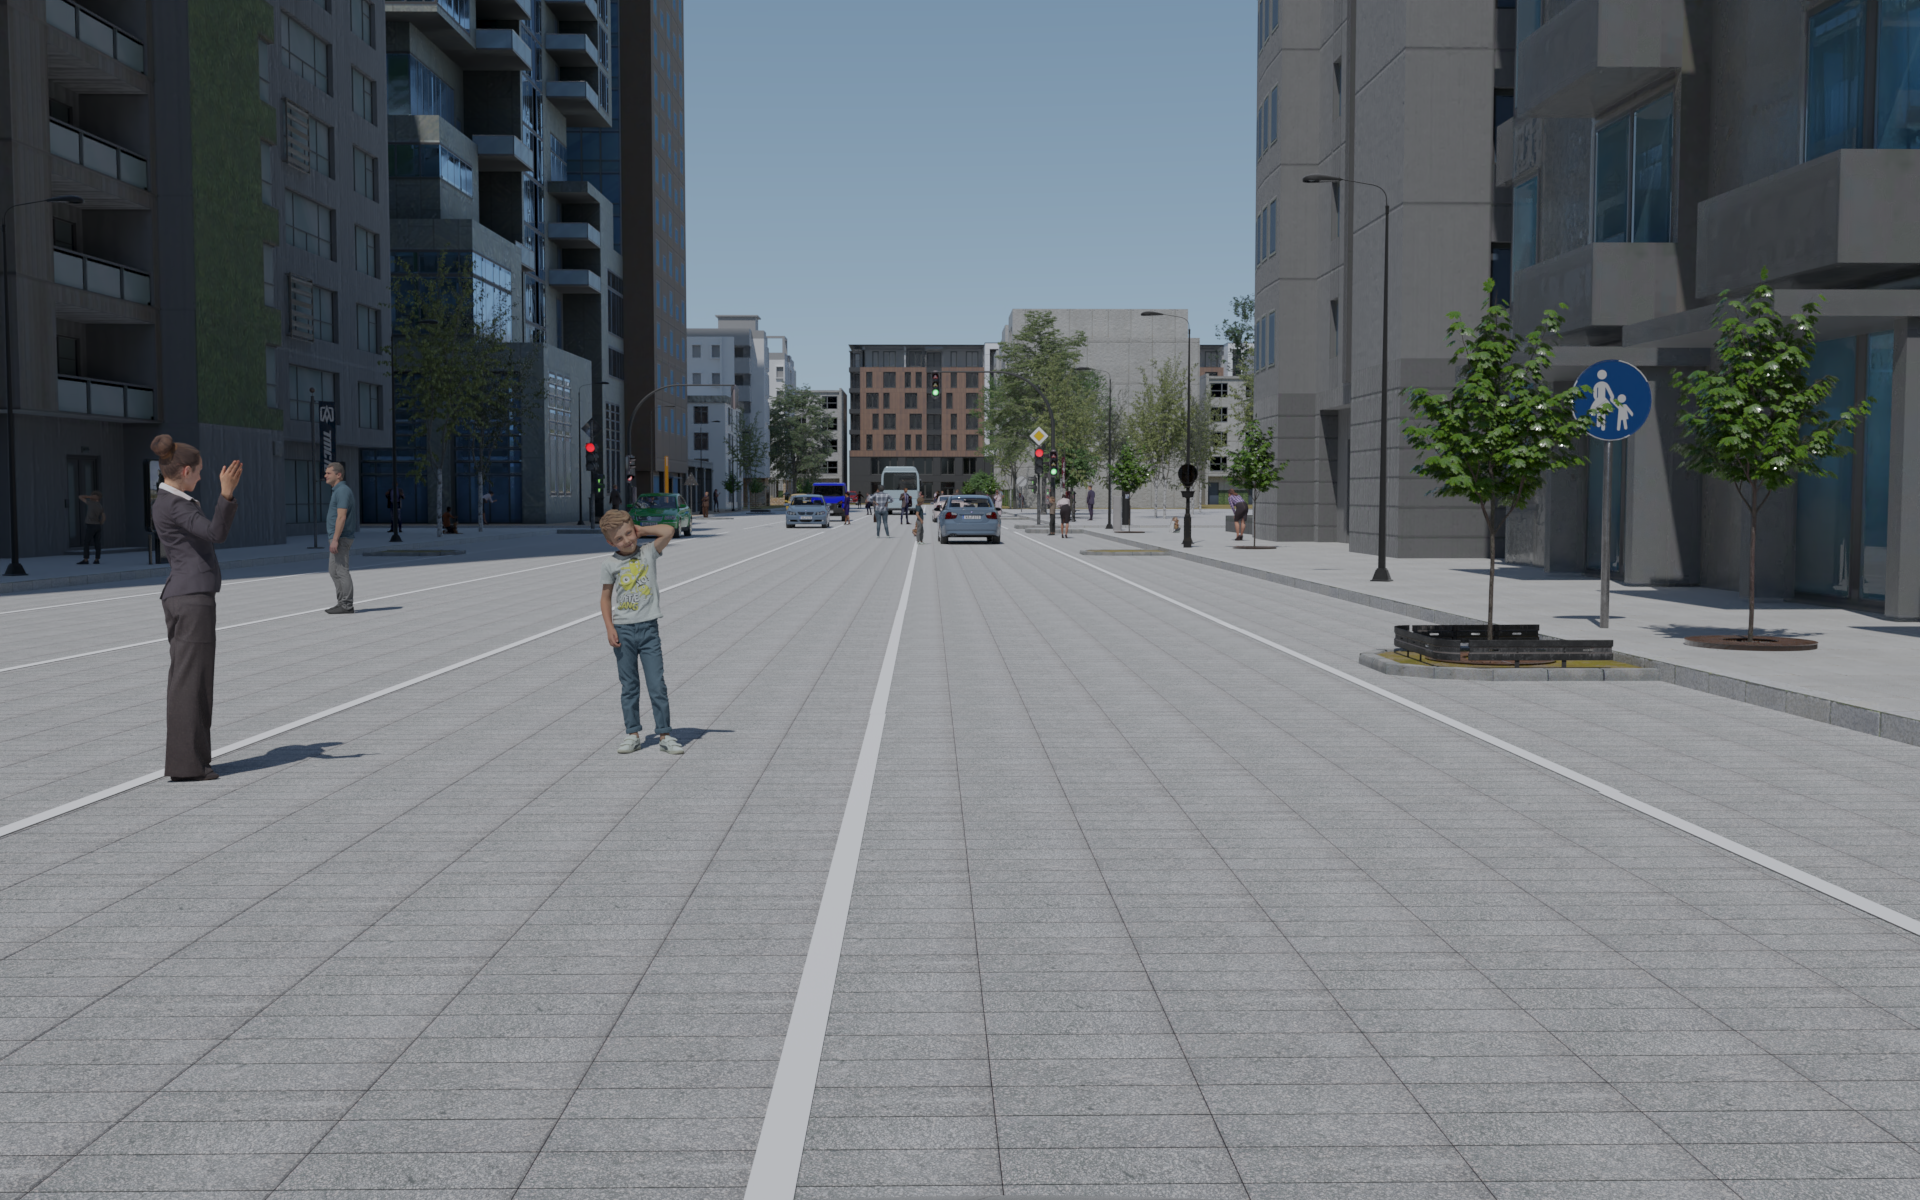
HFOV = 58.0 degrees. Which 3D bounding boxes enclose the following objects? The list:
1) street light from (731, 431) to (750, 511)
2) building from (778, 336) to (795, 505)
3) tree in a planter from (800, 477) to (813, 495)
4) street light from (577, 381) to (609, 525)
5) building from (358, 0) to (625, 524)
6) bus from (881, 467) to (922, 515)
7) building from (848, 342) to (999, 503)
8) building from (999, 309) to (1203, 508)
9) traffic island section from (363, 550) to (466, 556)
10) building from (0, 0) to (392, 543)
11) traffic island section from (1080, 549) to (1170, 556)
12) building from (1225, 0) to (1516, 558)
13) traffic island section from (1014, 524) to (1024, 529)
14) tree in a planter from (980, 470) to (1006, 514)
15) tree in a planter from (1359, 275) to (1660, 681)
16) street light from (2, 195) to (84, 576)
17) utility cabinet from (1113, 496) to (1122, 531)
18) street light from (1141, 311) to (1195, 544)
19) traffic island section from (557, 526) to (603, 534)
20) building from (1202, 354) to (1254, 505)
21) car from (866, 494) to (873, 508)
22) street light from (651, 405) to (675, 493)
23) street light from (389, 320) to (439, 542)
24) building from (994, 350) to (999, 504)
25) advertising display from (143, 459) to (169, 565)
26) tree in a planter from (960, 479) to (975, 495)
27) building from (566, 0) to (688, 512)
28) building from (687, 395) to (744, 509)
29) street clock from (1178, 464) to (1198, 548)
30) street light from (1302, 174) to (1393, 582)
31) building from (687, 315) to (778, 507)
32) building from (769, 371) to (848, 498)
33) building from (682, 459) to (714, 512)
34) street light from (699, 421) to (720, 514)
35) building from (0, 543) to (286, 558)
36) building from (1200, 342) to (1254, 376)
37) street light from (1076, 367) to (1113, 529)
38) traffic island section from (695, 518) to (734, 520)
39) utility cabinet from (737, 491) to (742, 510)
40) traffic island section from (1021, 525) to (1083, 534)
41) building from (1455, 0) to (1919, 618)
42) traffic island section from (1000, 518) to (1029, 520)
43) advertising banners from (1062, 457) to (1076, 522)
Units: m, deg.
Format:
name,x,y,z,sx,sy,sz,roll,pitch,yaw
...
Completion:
name,x,y,z,sx,sy,sz,roll,pitch,yaw
street light,-16.263,-9.524,128.256,1.470,5.913,1.316,0,4,-1
building,-26.286,-21.808,212.987,11.380,20.091,16.016,0,4,-1
tree in a planter,-15.258,-10.783,173.518,1.991,3.239,1.994,0,4,-1
street light,-15.160,-6.055,71.547,1.470,5.913,1.316,0,4,-1
building,-29.115,-47.332,86.546,22.319,86.520,31.000,0,4,-1
bus,-4.178,-7.858,123.338,2.948,3.499,13.247,0,4,-1
building,0.918,-24.660,247.162,32.646,21.610,27.936,0,4,-1
building,13.225,-18.808,173.962,16.747,18.905,31.486,0,4,-1
traffic island section,-12.805,-1.104,40.922,1.991,0.108,1.994,0,4,-1
building,-26.285,-22.670,54.250,14.086,41.232,14.154,0,4,-1
traffic island section,3.867,-1.121,41.195,1.991,0.108,1.994,0,4,-1
building,18.944,-30.878,46.863,21.231,58.520,28.212,0,4,-1
traffic island section,3.299,-3.049,72.127,2.009,0.180,2.903,0,4,-1
tree in a planter,2.315,-7.822,125.114,1.991,3.239,1.994,0,4,-1
tree in a planter,4.367,-1.036,14.160,1.991,3.239,1.994,0,4,-1
street light,-14.323,-3.336,27.079,1.470,5.913,1.316,0,4,-1
utility cabinet,5.565,-3.053,61.081,0.306,1.237,1.020,0,4,7
street light,5.286,-4.379,44.145,1.470,5.913,1.316,0,4,-1
traffic island section,-13.551,-2.542,63.834,2.009,0.180,2.903,0,4,-1
building,44.719,-21.245,213.815,31.486,18.905,16.747,0,4,-1
car,-8.723,-10.375,179.415,2.009,1.686,4.222,0,4,-1
street light,-15.516,-7.202,90.298,1.470,5.913,1.316,0,4,-1
street light,-14.572,-4.507,46.227,1.470,5.913,1.316,0,4,-1
building,12.977,-20.754,205.788,16.747,18.905,31.486,0,4,-1
advertising display,-14.680,-1.630,31.864,0.123,1.923,0.974,0,4,6
tree in a planter,0.910,-12.450,200.774,1.991,3.239,1.994,0,4,-1
building,-25.432,-28.154,110.433,14.600,45.320,14.200,0,4,-1
building,-24.645,-13.407,161.353,9.099,9.664,28.070,0,4,-1
street clock,5.441,-2.252,41.389,0.471,2.002,0.358,1,4,10
street light,5.664,-3.227,25.304,1.470,5.913,1.316,0,4,-1
building,-27.841,-19.832,180.666,16.016,20.091,11.380,0,4,-1
building,-31.825,-22.911,241.058,31.486,18.905,16.747,0,4,-1
building,-29.166,-42.122,126.950,20.563,71.187,20.611,0,4,-1
street light,-15.822,-8.377,109.506,1.470,5.913,1.316,0,4,-1
building,-24.128,-21.560,36.107,14.154,41.232,14.086,0,4,-1
building,33.568,-24.666,247.257,32.646,21.610,27.936,0,4,-1
street light,4.944,-5.556,63.386,1.470,5.913,1.316,0,4,-1
traffic island section,-13.853,-4.597,98.030,1.991,0.108,1.994,0,4,-1
utility cabinet,-17.153,-7.717,134.849,0.318,1.500,1.173,0,4,-4
traffic island section,3.447,-2.560,64.143,2.009,0.180,2.903,0,4,-1
building,19.816,-24.359,17.884,23.786,49.044,30.456,0,4,-1
traffic island section,2.833,-4.542,97.121,1.991,0.108,1.994,0,4,-1
advertising banners,5.025,-5.133,80.115,0.090,3.025,2.074,-1,4,-14
